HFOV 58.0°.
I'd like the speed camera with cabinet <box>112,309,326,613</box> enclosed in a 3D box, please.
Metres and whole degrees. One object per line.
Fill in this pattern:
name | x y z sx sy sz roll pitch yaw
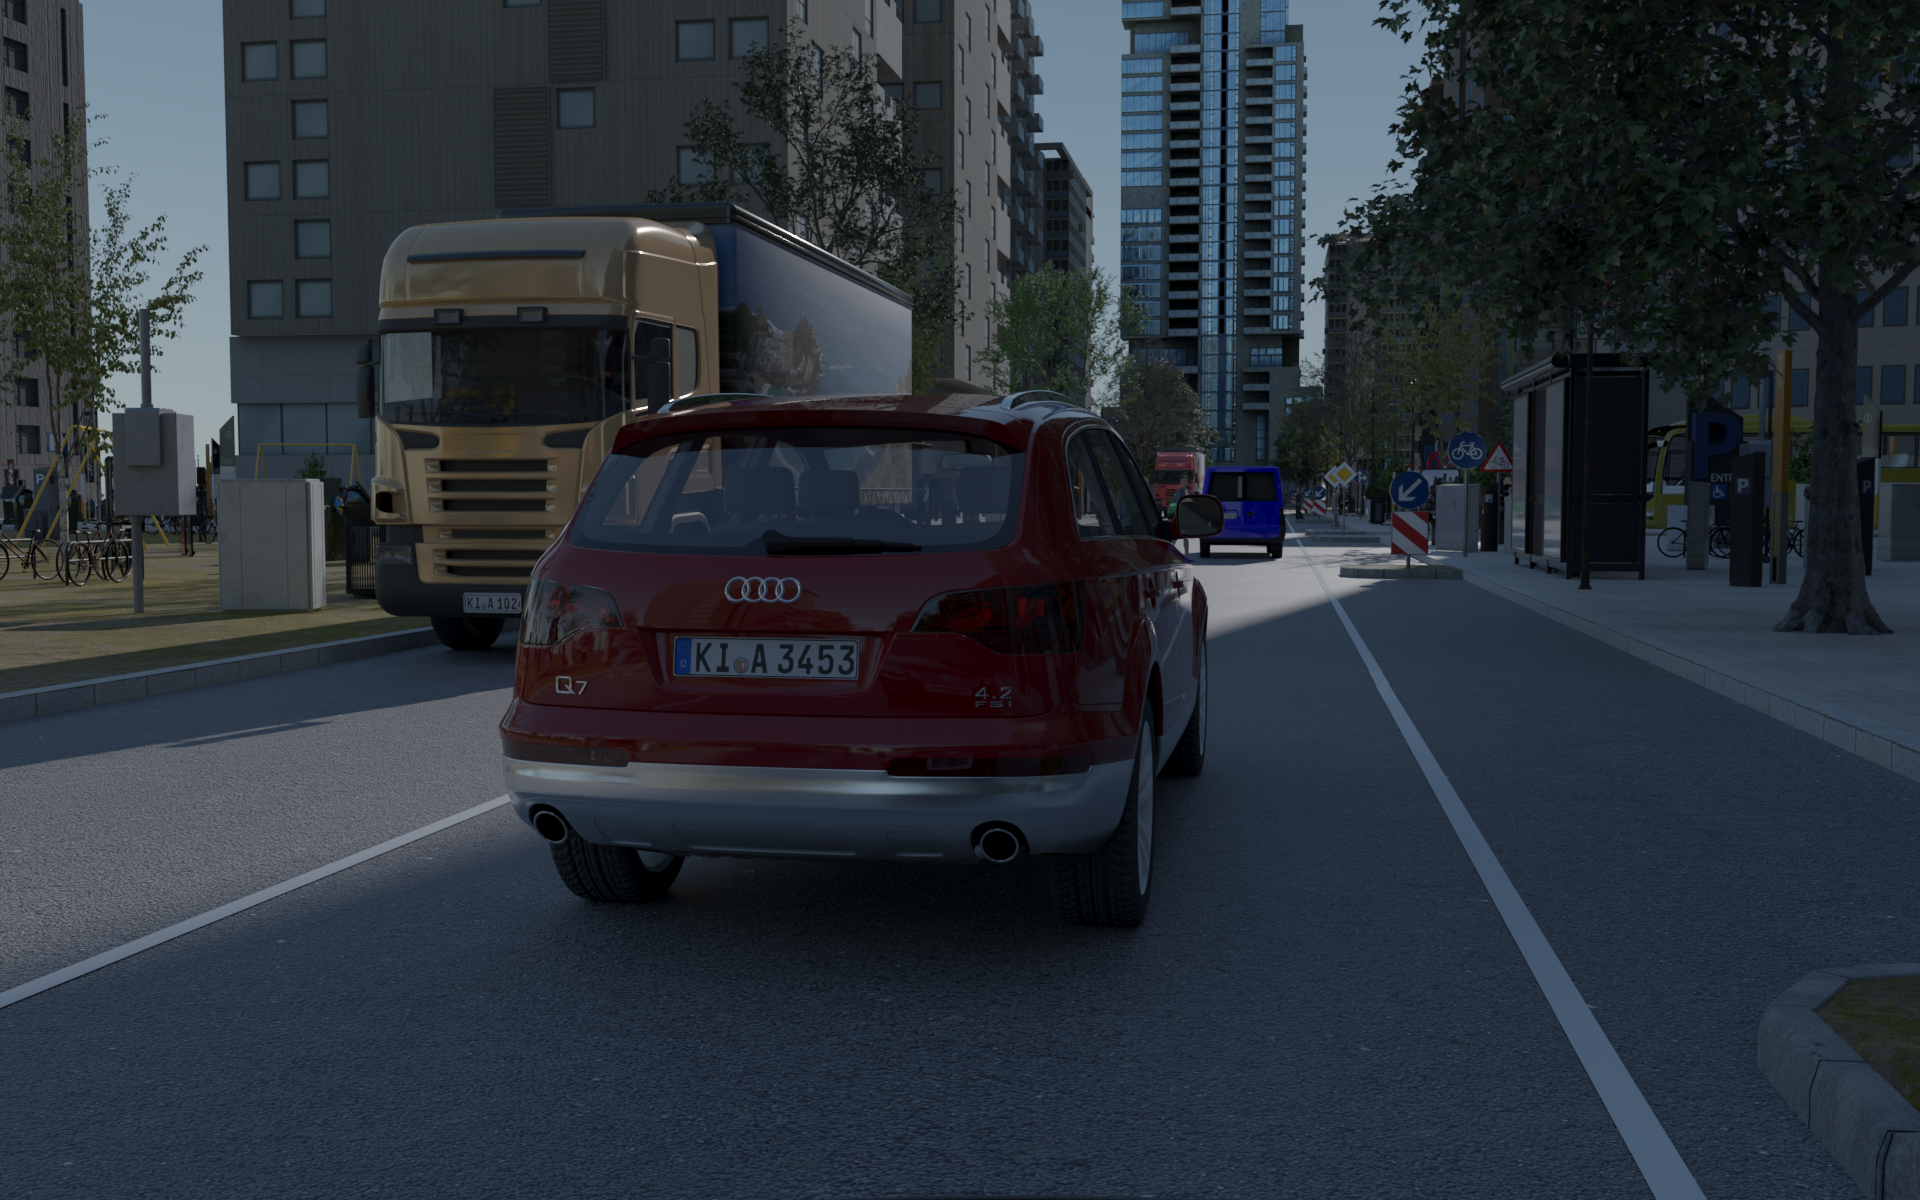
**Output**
speed camera with cabinet | -8.040 -1.498 18.828 2.038 3.252 0.660 0 4 -5

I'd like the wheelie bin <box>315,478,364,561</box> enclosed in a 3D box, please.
wheelie bin | -12.206 -1.561 33.430 0.980 1.594 0.693 1 4 20

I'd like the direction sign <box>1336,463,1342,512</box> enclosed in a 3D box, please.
direction sign | 27.823 -8.242 126.752 0.379 3.537 0.876 -2 4 -33

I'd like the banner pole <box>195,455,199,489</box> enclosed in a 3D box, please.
banner pole | -48.852 -7.376 110.610 0.863 3.779 0.401 -3 5 -42

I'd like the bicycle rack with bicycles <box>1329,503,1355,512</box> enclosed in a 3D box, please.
bicycle rack with bicycles | 27.927 -6.781 124.246 2.925 0.926 2.852 -3 5 -44

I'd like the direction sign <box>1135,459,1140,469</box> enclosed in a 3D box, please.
direction sign | 11.413 -7.439 113.627 0.876 3.537 0.379 3 4 38

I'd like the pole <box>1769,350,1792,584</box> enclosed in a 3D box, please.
pole | 11.699 -1.886 24.678 0.158 3.312 0.155 0 3 0

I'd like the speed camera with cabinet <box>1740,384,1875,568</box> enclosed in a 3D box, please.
speed camera with cabinet | 14.465 -2.156 29.592 2.038 3.252 0.660 3 4 37

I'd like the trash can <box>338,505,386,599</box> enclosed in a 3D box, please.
trash can | -7.274 -0.596 21.393 0.748 1.137 0.748 0 3 0

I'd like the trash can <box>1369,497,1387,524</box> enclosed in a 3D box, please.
trash can | 17.736 -3.784 73.524 0.748 1.137 0.748 0 3 0

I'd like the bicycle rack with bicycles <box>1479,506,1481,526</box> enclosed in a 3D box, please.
bicycle rack with bicycles | 23.864 -3.890 76.987 2.852 0.926 2.925 2 4 27

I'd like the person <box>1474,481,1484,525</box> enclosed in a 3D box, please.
person | 16.400 -2.853 55.051 0.656 1.842 0.836 1 4 19

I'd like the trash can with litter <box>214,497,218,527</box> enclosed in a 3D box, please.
trash can with litter | -28.991 -3.476 68.226 0.624 1.170 1.055 -2 4 -34

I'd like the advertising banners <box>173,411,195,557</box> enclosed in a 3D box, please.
advertising banners | -16.229 -2.444 36.152 0.090 3.025 2.074 -2 4 -33

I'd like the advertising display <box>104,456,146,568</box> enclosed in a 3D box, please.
advertising display | -14.512 -1.524 30.128 0.123 1.923 0.974 0 4 7

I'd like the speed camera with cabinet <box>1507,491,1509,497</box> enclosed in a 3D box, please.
speed camera with cabinet | 34.423 -7.019 109.099 2.038 3.252 0.660 3 4 36

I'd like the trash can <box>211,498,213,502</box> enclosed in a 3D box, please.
trash can | -46.654 -5.877 107.747 0.748 1.137 0.748 0 3 0

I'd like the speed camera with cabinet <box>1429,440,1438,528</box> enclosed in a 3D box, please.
speed camera with cabinet | 17.342 -4.285 64.395 0.660 3.252 2.038 0 4 1

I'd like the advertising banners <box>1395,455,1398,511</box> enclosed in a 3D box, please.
advertising banners | 19.289 -4.913 76.510 0.090 3.025 2.074 1 4 17

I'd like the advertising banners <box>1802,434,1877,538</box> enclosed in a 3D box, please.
advertising banners | 25.118 -3.261 49.513 2.074 3.025 0.090 3 5 43

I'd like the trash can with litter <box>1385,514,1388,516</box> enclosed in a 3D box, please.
trash can with litter | 24.615 -5.485 100.731 2.233 1.210 1.678 0 4 0

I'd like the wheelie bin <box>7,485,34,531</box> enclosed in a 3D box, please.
wheelie bin | -32.875 -3.237 60.837 0.693 1.594 0.980 -3 4 -38

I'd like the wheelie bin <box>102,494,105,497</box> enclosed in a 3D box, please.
wheelie bin | -54.003 -6.139 108.284 0.980 1.594 0.693 -1 4 -21

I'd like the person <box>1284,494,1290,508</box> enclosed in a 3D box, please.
person | 34.300 -10.696 183.477 1.348 1.812 0.705 0 4 5

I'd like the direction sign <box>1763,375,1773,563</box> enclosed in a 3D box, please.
direction sign | 15.031 -2.458 32.193 0.379 3.537 0.876 1 4 23

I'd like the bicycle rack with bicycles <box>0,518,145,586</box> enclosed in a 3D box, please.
bicycle rack with bicycles | -13.094 -0.731 25.337 2.852 0.926 2.925 1 4 9

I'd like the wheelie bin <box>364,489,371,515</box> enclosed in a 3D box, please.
wheelie bin | -13.574 -1.905 39.051 0.693 1.594 0.980 -1 4 -18

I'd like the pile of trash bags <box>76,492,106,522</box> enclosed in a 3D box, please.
pile of trash bags | -40.386 -4.328 80.513 1.912 1.369 3.447 0 4 -2

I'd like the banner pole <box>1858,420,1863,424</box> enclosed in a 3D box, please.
banner pole | 30.310 -4.196 58.624 0.401 3.779 0.863 0 4 2

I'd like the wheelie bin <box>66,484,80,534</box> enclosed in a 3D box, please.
wheelie bin | -28.815 -2.927 55.766 0.980 1.594 0.693 2 4 27

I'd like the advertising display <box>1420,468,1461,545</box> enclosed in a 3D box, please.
advertising display | 11.962 -2.322 43.182 0.974 1.923 0.123 1 4 23

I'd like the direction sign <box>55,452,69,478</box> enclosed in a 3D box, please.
direction sign | -43.362 -5.608 83.683 0.379 3.537 0.876 0 4 8

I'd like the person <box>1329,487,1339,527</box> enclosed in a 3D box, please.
person | 16.289 -4.089 75.532 0.466 1.800 0.511 -1 4 -13

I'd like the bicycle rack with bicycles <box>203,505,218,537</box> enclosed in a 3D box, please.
bicycle rack with bicycles | -17.658 -1.895 44.360 2.925 0.926 2.852 3 4 39

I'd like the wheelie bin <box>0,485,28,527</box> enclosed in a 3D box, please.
wheelie bin | -39.711 -3.948 72.454 0.980 1.594 0.693 -2 4 -25

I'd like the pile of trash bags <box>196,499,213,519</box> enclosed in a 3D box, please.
pile of trash bags | -37.968 -4.774 87.804 3.447 1.369 1.912 -3 5 -41

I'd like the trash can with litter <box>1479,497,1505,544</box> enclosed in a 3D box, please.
trash can with litter | 13.962 -2.019 44.402 1.055 1.170 0.624 -2 4 -26

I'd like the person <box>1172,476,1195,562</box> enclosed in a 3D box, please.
person | 4.689 -1.723 36.694 0.581 1.822 0.654 -3 5 -39

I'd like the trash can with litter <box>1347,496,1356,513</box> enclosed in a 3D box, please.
trash can with litter | 26.456 -6.413 116.234 0.624 1.170 1.055 -3 4 -36

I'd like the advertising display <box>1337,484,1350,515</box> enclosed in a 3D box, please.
advertising display | 24.026 -6.328 108.681 0.123 1.923 0.974 -3 5 -43

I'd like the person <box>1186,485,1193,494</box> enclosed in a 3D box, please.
person | 9.254 -3.716 69.604 0.721 1.781 0.623 -2 4 -25

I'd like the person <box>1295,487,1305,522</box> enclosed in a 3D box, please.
person | 17.443 -4.900 89.039 0.534 1.772 0.576 -1 4 -16

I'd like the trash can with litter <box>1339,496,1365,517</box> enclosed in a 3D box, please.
trash can with litter | 22.712 -5.375 98.945 2.233 1.210 1.678 0 4 -3

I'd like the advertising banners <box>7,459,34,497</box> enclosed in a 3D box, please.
advertising banners | -46.881 -5.524 86.512 2.074 3.025 0.090 2 4 27

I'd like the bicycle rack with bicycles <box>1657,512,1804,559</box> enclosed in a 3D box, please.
bicycle rack with bicycles | 15.924 -1.318 34.926 2.925 0.926 2.852 3 5 40

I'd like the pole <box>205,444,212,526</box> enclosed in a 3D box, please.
pole | -30.632 -4.694 70.594 0.158 3.312 0.155 0 3 0

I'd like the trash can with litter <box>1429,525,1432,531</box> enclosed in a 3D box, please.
trash can with litter | 16.461 -3.013 60.318 1.678 1.210 2.233 2 4 32
